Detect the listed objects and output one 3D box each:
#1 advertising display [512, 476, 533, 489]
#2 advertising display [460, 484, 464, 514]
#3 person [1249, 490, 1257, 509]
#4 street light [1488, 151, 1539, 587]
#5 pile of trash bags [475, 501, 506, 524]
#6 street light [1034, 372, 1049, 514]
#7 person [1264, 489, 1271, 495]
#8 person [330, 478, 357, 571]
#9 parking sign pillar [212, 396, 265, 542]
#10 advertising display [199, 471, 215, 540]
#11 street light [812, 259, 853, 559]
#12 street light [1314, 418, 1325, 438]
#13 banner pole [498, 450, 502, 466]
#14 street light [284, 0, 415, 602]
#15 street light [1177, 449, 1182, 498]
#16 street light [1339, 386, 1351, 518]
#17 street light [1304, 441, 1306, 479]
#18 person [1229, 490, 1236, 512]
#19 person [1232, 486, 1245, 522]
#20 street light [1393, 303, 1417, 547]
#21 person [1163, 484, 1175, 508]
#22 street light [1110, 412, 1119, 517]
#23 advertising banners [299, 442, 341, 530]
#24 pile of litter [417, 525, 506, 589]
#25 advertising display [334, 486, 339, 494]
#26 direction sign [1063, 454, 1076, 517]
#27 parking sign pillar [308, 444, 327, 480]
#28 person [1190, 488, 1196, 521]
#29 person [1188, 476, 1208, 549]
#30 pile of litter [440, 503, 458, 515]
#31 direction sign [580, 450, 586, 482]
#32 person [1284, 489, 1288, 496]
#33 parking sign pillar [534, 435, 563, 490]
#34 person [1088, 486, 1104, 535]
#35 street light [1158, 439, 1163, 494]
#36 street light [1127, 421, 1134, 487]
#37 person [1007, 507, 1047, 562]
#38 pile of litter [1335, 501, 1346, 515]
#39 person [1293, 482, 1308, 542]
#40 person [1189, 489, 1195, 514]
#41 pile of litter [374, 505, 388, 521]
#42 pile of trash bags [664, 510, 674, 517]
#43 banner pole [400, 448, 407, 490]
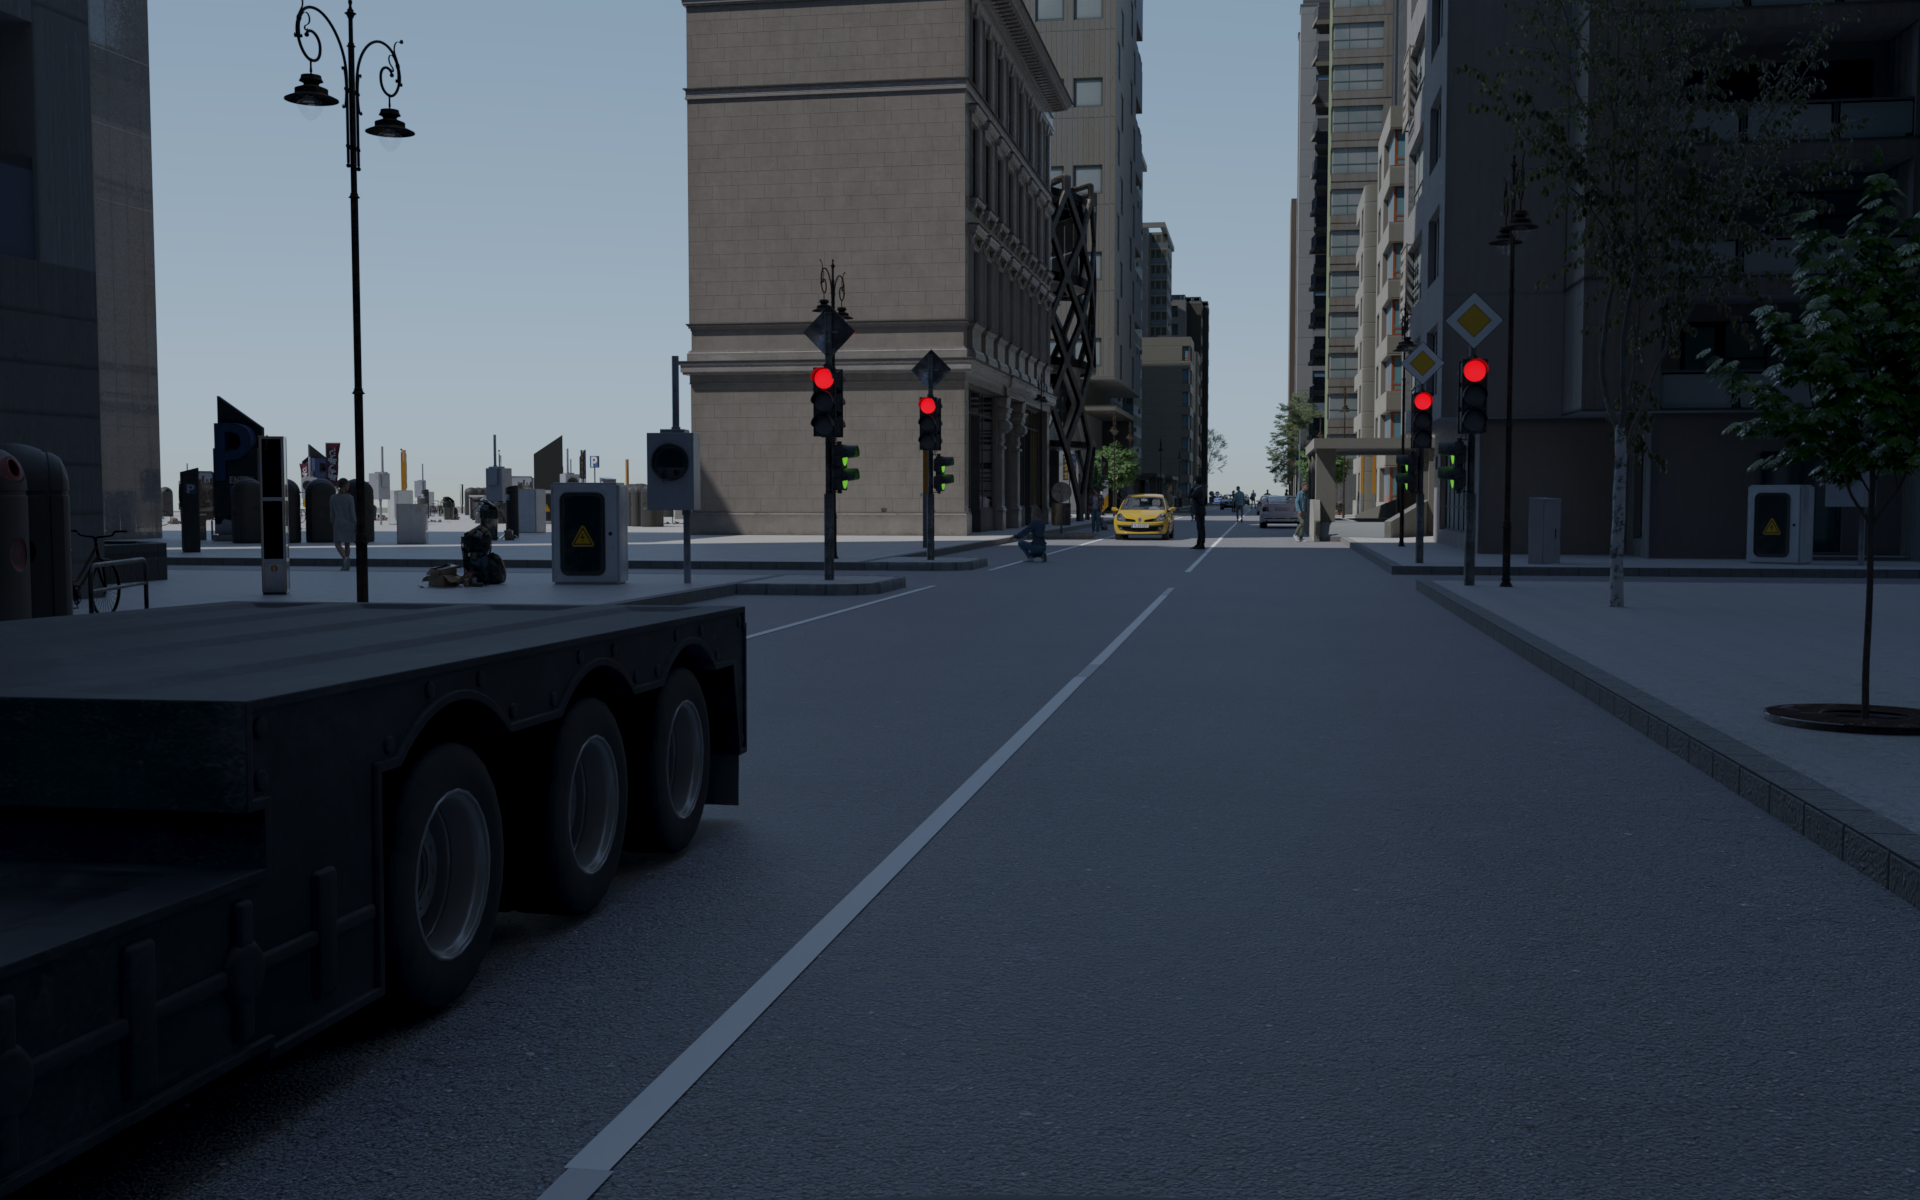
[{"bbox_3d":[-15.723,-3.474,62.011,0.123,1.923,0.974,3,5,40],"label":"advertising display"},{"bbox_3d":[-32.291,-6.546,112.246,0.123,1.923,0.974,-1,4,-22],"label":"advertising display"},{"bbox_3d":[28.522,-9.802,168.629,0.709,1.838,0.599,-1,4,-11],"label":"person"},{"bbox_3d":[7.554,-3.119,23.781,0.468,5.910,1.993,1,4,10],"label":"street light"},{"bbox_3d":[-19.441,-4.056,76.072,3.447,1.369,1.912,-3,5,-43],"label":"pile of trash bags"},{"bbox_3d":[3.094,-5.702,66.008,0.468,5.910,1.993,1,4,10],"label":"street light"},{"bbox_3d":[25.079,-8.112,141.217,1.350,1.814,0.705,2,4,24],"label":"person"},{"bbox_3d":[-11.278,-1.377,31.763,0.466,1.731,0.760,-3,4,-36],"label":"person"},{"bbox_3d":[-19.709,-3.602,47.366,1.447,3.967,1.447,0,4,8],"label":"parking sign pillar"},{"bbox_3d":[-21.075,-2.616,47.978,0.123,1.923,0.974,2,4,24],"label":"advertising display"},{"bbox_3d":[-2.502,-3.759,34.255,0.468,5.910,1.993,1,4,10],"label":"street light"},{"bbox_3d":[21.964,-8.128,105.672,0.468,5.910,1.993,1,4,10],"label":"street light"},{"bbox_3d":[-25.998,-6.603,97.976,0.401,3.779,0.863,0,4,-3],"label":"banner pole"},{"bbox_3d":[-5.692,-2.664,16.344,0.468,5.910,1.993,1,4,10],"label":"street light"},{"bbox_3d":[22.021,-12.285,173.651,0.468,5.910,1.993,1,4,10],"label":"street light"},{"bbox_3d":[16.400,-6.185,73.914,0.468,5.910,1.993,1,4,10],"label":"street light"},{"bbox_3d":[29.665,-10.790,149.200,0.468,5.910,1.993,1,4,10],"label":"street light"},{"bbox_3d":[21.648,-7.787,136.534,1.217,1.743,0.721,-2,4,-35],"label":"person"},{"bbox_3d":[14.144,-4.862,87.861,0.638,1.841,0.748,0,4,8],"label":"person"},{"bbox_3d":[10.793,-4.243,42.163,0.468,5.910,1.993,1,4,10],"label":"street light"},{"bbox_3d":[6.969,-2.977,57.719,0.362,1.759,0.519,-1,4,-17],"label":"person"},{"bbox_3d":[8.726,-7.656,97.971,0.468,5.910,1.993,1,4,10],"label":"street light"},{"bbox_3d":[-22.010,-3.827,58.754,2.074,3.025,0.090,0,4,1],"label":"advertising banners"},{"bbox_3d":[-7.031,-0.632,24.295,1.176,0.858,1.719,2,4,24],"label":"pile of litter"},{"bbox_3d":[-29.034,-4.597,80.371,0.123,1.923,0.974,0,4,-2],"label":"advertising display"},{"bbox_3d":[6.173,-6.461,97.638,0.876,3.537,0.379,2,4,35],"label":"direction sign"},{"bbox_3d":[-34.612,-6.446,93.868,1.447,3.967,1.447,2,4,34],"label":"parking sign pillar"},{"bbox_3d":[12.489,-5.029,91.209,0.782,1.767,0.515,-1,4,-11],"label":"person"},{"bbox_3d":[6.177,-2.276,45.070,0.474,1.900,0.648,1,4,17],"label":"person"},{"bbox_3d":[-32.045,-5.771,108.322,1.176,0.858,1.719,1,4,20],"label":"pile of litter"},{"bbox_3d":[-19.394,-5.942,89.153,0.379,3.537,0.876,0,4,2],"label":"direction sign"},{"bbox_3d":[23.899,-7.216,126.619,0.705,1.807,1.348,1,4,22],"label":"person"},{"bbox_3d":[-18.719,-5.527,78.832,1.447,3.967,1.447,-1,4,-9],"label":"parking sign pillar"},{"bbox_3d":[4.781,-3.144,60.735,0.563,1.720,0.643,1,4,20],"label":"person"},{"bbox_3d":[16.439,-10.343,141.896,0.468,5.910,1.993,1,4,10],"label":"street light"},{"bbox_3d":[10.820,-8.401,110.147,0.468,5.910,1.993,1,4,10],"label":"street light"},{"bbox_3d":[1.452,-1.383,36.610,1.012,1.151,0.738,-3,5,-43],"label":"person"},{"bbox_3d":[22.894,-5.605,105.604,1.176,0.858,1.719,0,4,6],"label":"pile of litter"},{"bbox_3d":[10.203,-2.625,51.765,0.601,1.785,0.444,-3,5,-39],"label":"person"},{"bbox_3d":[16.682,-7.019,123.397,0.705,1.807,1.348,2,4,29],"label":"person"},{"bbox_3d":[-28.156,-4.269,83.757,1.176,0.858,1.719,1,4,9],"label":"pile of litter"},{"bbox_3d":[-14.865,-5.308,96.533,3.447,1.369,1.912,2,4,27],"label":"pile of trash bags"},{"bbox_3d":[-30.412,-6.403,94.703,0.401,3.779,0.863,-3,5,-44],"label":"banner pole"}]
